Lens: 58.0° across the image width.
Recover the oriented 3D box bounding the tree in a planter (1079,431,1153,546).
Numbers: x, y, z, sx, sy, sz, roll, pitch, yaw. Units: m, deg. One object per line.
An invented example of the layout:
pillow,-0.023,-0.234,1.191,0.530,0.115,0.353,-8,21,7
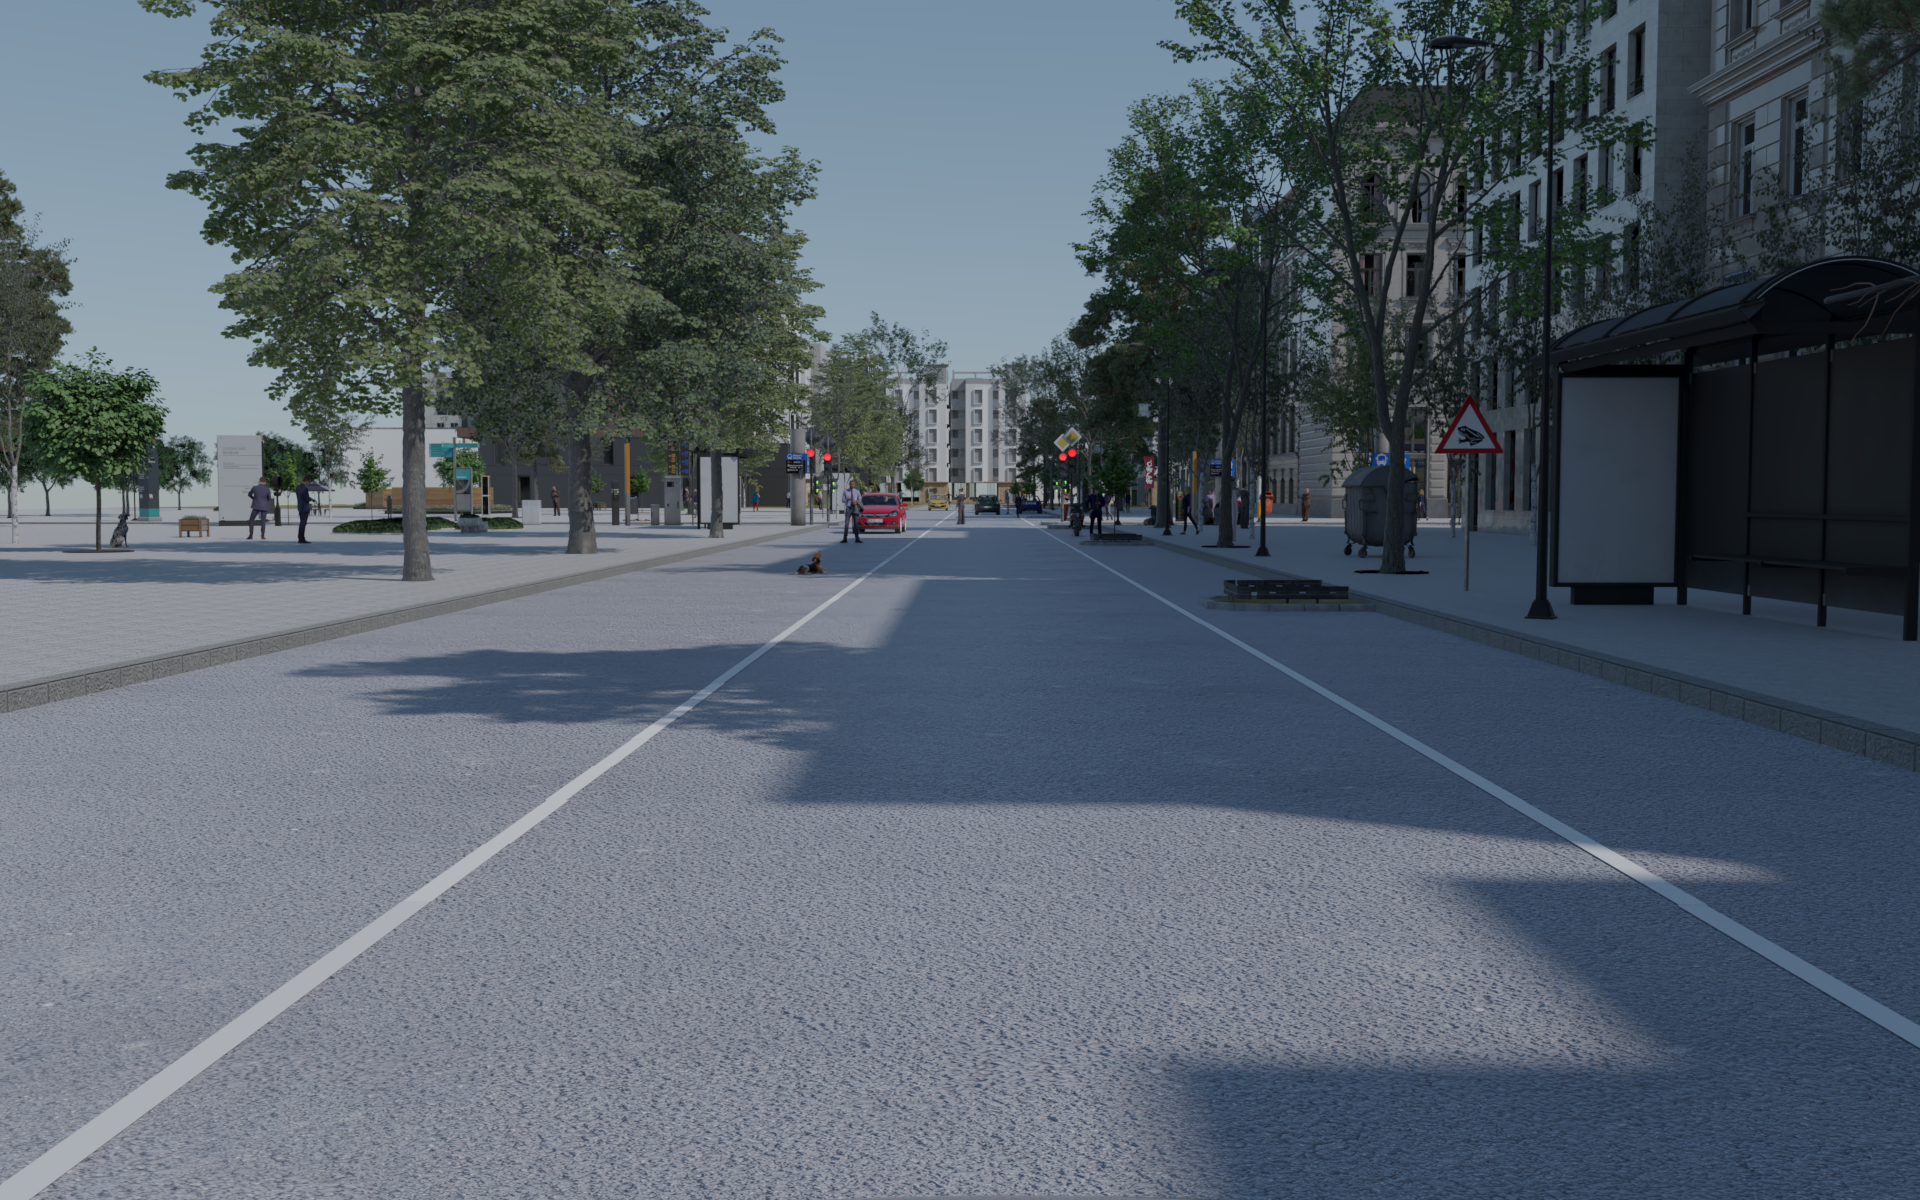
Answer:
tree in a planter,4.384,-3.164,48.951,1.991,3.239,1.994,0,4,1

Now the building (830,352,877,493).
building,-29.379,-25.655,263.438,32.646,21.610,27.936,0,4,1

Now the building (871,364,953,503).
building,-7.280,-24.547,257.769,11.380,20.091,16.016,0,4,1

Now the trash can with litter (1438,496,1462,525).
trash can with litter,20.734,-3.659,70.878,1.678,1.210,2.233,-1,4,-19

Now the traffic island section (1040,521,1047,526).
traffic island section,4.737,-3.519,79.815,2.009,0.180,2.903,0,4,1

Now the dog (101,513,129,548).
dog,-20.294,-1.661,41.540,0.800,0.831,0.513,-3,5,-43

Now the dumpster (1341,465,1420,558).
dumpster,8.594,-1.811,35.371,1.264,1.857,1.865,0,4,1

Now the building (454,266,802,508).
building,-31.213,-20.045,171.707,27.936,21.610,32.646,0,4,1

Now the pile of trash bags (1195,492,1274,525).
pile of trash bags,11.525,-3.797,71.830,3.447,1.369,1.912,-2,4,-26

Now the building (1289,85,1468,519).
building,28.749,-16.266,94.832,19.941,23.489,11.050,0,4,1

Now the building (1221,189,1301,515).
building,25.581,-18.419,120.237,14.460,24.649,34.723,0,4,1

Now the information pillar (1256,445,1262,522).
information pillar,13.744,-5.382,79.356,0.183,3.616,0.504,2,4,26

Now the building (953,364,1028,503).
building,4.215,-24.556,257.914,11.380,20.091,16.016,0,4,1

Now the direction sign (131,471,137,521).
direction sign,-39.655,-5.576,83.162,0.379,3.537,0.876,-3,4,-39

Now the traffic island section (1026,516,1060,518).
traffic island section,5.002,-4.992,104.478,1.991,0.108,1.994,0,4,1

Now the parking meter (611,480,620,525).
parking meter,-14.115,-3.991,70.963,0.255,1.863,0.399,-2,4,-23

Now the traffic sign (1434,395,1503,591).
traffic sign,6.693,-1.396,22.834,0.884,2.594,0.081,0,4,6

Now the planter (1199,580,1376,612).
planter,4.087,-0.059,22.098,1.991,0.319,1.994,0,4,1

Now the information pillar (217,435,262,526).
information pillar,-29.651,-4.890,71.265,1.656,3.620,0.184,-2,4,-24

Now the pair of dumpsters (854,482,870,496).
pair of dumpsters,-8.035,-8.302,138.232,1.574,2.255,4.436,0,4,1

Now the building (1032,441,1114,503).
building,24.386,-19.129,254.903,28.070,9.664,9.099,0,4,1

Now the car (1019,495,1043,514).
car,5.084,-6.936,125.981,1.945,1.354,3.894,0,3,0

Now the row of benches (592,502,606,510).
row of benches,-30.042,-7.568,139.198,1.422,0.672,4.104,2,4,28

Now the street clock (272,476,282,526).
street clock,-27.243,-3.949,69.138,0.358,2.002,0.471,0,4,3

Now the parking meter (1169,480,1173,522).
parking meter,8.743,-4.083,72.473,0.255,1.863,0.399,2,4,27

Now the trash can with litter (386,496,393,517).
trash can with litter,-26.660,-4.279,81.024,1.678,1.210,2.233,-2,4,-30

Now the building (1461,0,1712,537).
building,22.628,-12.035,51.530,10.420,20.320,16.860,0,4,1

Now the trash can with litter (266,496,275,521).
trash can with litter,-32.962,-4.315,81.613,1.678,1.210,2.233,3,4,38

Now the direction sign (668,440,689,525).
direction sign,-11.737,-4.908,72.236,0.876,3.537,0.379,-1,4,-17

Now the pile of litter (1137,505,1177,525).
pile of litter,8.024,-3.495,71.108,1.719,0.858,1.176,2,4,29

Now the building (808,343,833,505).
building,-31.956,-21.123,211.810,31.486,18.905,16.747,0,4,1

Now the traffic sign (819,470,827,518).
traffic sign,-7.407,-5.714,93.431,0.884,2.594,0.081,1,4,9

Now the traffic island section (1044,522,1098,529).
traffic island section,4.648,-3.031,71.830,2.009,0.180,2.903,0,4,1

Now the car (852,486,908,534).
car,-2.972,-3.357,63.934,2.155,1.783,4.494,0,4,2

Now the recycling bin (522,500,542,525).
recycling bin,-17.795,-3.634,71.963,0.722,1.027,0.722,0,4,-8

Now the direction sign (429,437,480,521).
direction sign,-23.744,-5.614,80.544,2.525,3.948,1.411,1,4,10

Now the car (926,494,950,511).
car,-1.877,-8.501,149.216,2.015,1.641,3.980,0,4,0

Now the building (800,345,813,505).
building,-24.653,-20.626,193.654,16.016,20.091,11.380,0,4,1

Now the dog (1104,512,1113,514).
dog,9.512,-5.687,110.713,0.748,0.427,0.550,1,4,23

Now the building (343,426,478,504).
building,-61.680,-16.813,217.042,28.070,9.664,9.099,0,4,1

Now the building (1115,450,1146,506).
building,27.836,-20.607,203.379,16.747,18.905,31.486,0,4,1

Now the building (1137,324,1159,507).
building,26.813,-19.911,181.959,16.016,20.091,11.380,0,4,1

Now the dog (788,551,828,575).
dog,-2.735,-0.666,31.084,0.748,0.427,0.550,0,4,-3

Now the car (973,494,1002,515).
car,1.881,-6.670,118.844,2.009,1.686,4.222,0,4,0

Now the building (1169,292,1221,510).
building,23.633,-17.840,146.432,10.420,20.320,16.860,0,4,1

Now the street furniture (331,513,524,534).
street furniture,-18.406,-2.724,60.163,5.734,0.657,10.072,0,4,-5

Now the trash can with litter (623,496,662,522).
trash can with litter,-15.063,-4.335,81.942,2.233,1.210,1.678,-2,4,-34

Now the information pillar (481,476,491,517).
information pillar,-18.984,-3.968,69.361,0.304,2.012,0.304,0,4,-7

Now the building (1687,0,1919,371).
building,23.602,-14.215,29.679,12.463,27.353,25.104,0,4,1

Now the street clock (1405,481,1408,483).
street clock,18.453,-4.143,72.315,0.471,2.002,0.358,1,4,9

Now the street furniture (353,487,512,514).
street furniture,-33.261,-6.470,112.642,11.010,1.723,9.812,1,4,9

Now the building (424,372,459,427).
building,-61.561,-24.005,258.941,31.486,18.905,16.747,0,4,1

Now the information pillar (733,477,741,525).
information pillar,-9.366,-4.156,72.438,0.304,2.012,0.304,3,4,39

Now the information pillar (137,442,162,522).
information pillar,-37.929,-5.601,80.950,0.750,3.857,0.750,1,4,23
